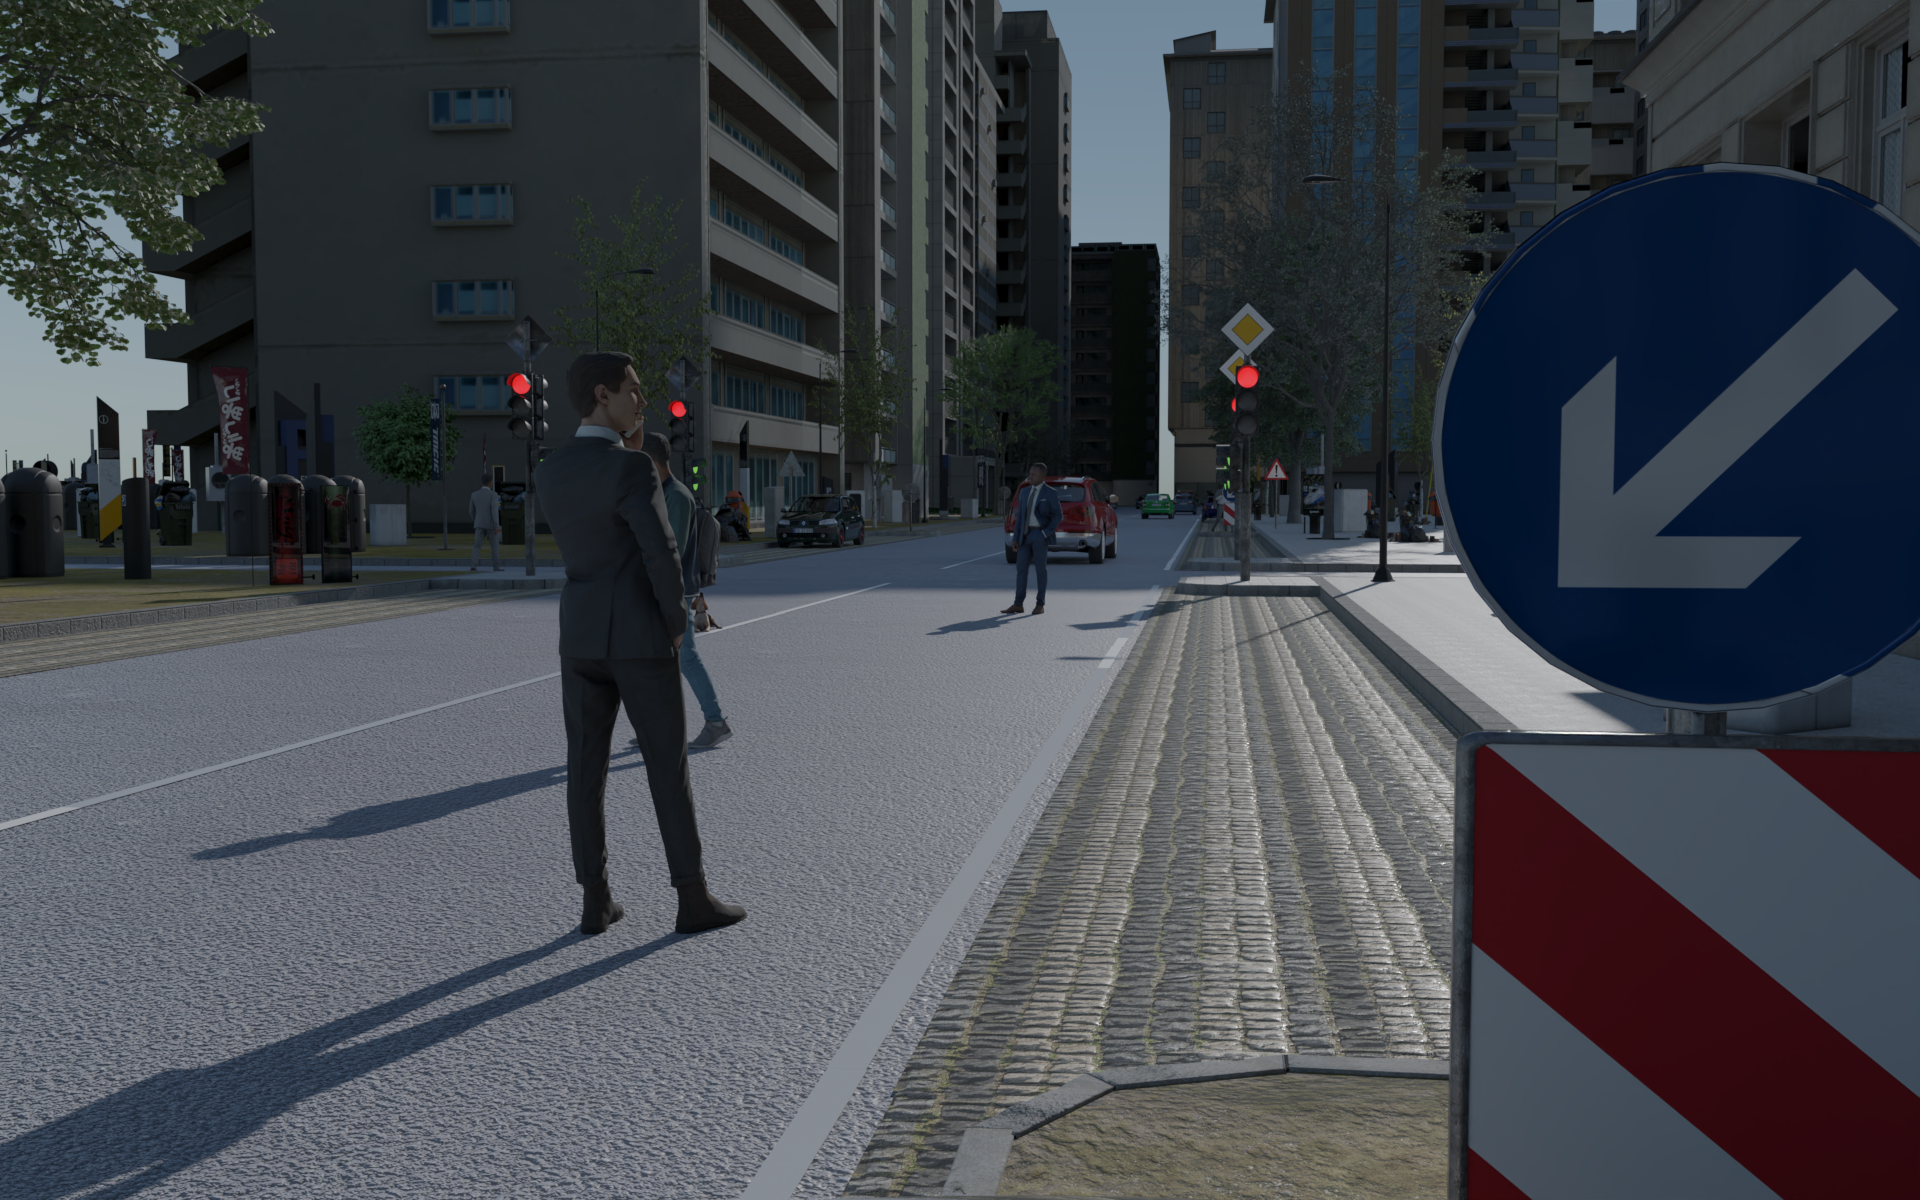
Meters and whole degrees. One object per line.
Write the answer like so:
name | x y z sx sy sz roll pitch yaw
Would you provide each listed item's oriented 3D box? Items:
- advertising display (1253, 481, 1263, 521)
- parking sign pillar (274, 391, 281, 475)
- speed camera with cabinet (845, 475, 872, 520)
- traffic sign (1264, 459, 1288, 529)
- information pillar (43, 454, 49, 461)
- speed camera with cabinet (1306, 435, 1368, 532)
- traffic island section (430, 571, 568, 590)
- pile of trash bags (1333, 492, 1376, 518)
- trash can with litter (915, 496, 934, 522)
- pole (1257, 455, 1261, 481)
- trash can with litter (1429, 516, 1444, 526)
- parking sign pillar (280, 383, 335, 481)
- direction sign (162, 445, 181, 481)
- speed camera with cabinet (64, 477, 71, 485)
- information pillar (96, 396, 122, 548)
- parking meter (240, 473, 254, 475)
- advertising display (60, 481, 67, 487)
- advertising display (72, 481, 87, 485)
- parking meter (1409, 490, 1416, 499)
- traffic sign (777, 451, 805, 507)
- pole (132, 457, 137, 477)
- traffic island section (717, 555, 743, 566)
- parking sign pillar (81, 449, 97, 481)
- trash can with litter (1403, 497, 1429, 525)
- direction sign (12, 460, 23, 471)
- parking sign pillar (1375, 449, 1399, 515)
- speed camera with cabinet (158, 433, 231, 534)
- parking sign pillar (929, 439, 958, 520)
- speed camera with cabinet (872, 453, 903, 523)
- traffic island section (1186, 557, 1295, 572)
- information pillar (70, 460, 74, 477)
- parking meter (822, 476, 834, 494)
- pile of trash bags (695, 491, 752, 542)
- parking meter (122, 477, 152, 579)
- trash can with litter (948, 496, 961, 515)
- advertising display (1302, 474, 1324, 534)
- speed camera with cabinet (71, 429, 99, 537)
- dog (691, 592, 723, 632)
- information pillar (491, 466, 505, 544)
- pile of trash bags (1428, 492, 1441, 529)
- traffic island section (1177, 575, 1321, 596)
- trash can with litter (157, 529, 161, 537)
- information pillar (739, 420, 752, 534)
advertising display | 14.509 -4.842 84.385 0.123 1.923 0.974 -1 4 -10
parking sign pillar | -17.347 -3.500 45.702 1.447 3.967 1.447 3 5 39
speed camera with cabinet | -4.588 -5.374 82.203 2.038 3.252 0.660 -2 4 -29
traffic sign | 11.659 -3.905 63.849 0.884 2.594 0.081 1 4 10
information pillar | -53.112 -6.704 100.965 0.183 3.616 0.504 -2 4 -25
speed camera with cabinet | 12.636 -3.897 58.053 2.038 3.252 0.660 -1 4 -18
traffic island section | -6.777 -0.305 27.269 2.009 0.180 2.903 1 4 8
pile of trash bags | 19.805 -4.679 86.256 1.912 1.369 3.447 0 4 -6
trash can with litter | -1.907 -4.309 81.516 1.678 1.210 2.233 0 4 -5
pole | 15.505 -5.878 89.953 0.158 3.312 0.155 0 3 0
trash can with litter | 19.536 -3.608 70.380 0.624 1.170 1.055 1 4 21
parking sign pillar | -15.788 -3.318 42.717 1.447 3.967 1.447 -2 4 -30
direction sign | -35.596 -5.279 78.312 0.379 3.537 0.876 2 4 35
speed camera with cabinet | -49.253 -6.151 94.896 2.038 3.252 0.660 0 4 5
information pillar | -20.354 -3.062 41.411 0.504 3.616 0.183 -2 4 -34
parking meter | -18.681 -2.434 45.513 0.255 1.863 0.399 1 4 12
advertising display | -43.152 -4.739 82.704 0.974 1.923 0.123 -3 4 -38
advertising display | -42.811 -4.854 84.570 0.123 1.923 0.974 2 4 35
parking meter | 27.836 -6.005 106.592 0.372 1.533 0.369 0 3 0
traffic sign | -5.064 -3.175 51.913 0.884 2.594 0.081 1 4 14
pole | -45.731 -6.249 96.019 0.158 3.312 0.155 0 3 0
traffic island section | -5.617 -0.788 35.170 2.009 0.180 2.903 1 4 8
parking sign pillar | -52.268 -7.066 103.996 1.447 3.967 1.447 0 4 -2
trash can with litter | 19.137 -3.734 72.441 1.055 1.170 0.624 -1 4 -17
direction sign | -62.707 -7.545 115.361 0.876 3.537 0.379 1 4 17
parking sign pillar | 25.714 -7.085 104.313 1.447 3.967 1.447 -3 5 -43
speed camera with cabinet | -24.608 -3.758 55.775 2.038 3.252 0.660 -2 4 -34
parking sign pillar | -0.800 -5.943 85.633 1.447 3.967 1.447 0 4 1
speed camera with cabinet | -3.186 -5.144 78.432 0.660 3.252 2.038 -1 4 -23
traffic island section | 5.406 -0.689 33.552 2.009 0.180 2.903 1 4 8
information pillar | -61.078 -7.822 119.236 0.183 3.616 0.504 -1 4 -8
parking meter | -4.407 -3.176 57.646 0.399 1.863 0.255 -2 4 -31
pile of trash bags | -6.595 -2.306 47.464 1.912 1.369 3.447 1 4 9
parking meter | -12.426 -1.084 26.136 0.372 1.533 0.369 0 3 0
trash can with litter | -0.245 -5.757 105.189 2.233 1.210 1.678 0 4 -7
advertising display | 11.416 -3.086 55.674 0.123 1.923 0.974 -3 4 -38
speed camera with cabinet | -26.075 -3.538 52.186 0.660 3.252 2.038 -1 4 -14
dog | -2.646 0.117 18.283 0.550 0.427 0.748 3 4 37
information pillar | -11.926 -2.463 44.769 0.304 2.012 0.304 -1 4 -22
pile of trash bags | 18.983 -3.303 63.750 3.447 1.369 1.912 2 4 25
traffic island section | 4.245 -0.206 25.651 2.009 0.180 2.903 1 4 8
trash can with litter | -23.316 -2.426 51.057 1.055 1.170 0.624 2 4 32
information pillar | -6.853 -3.903 55.165 0.183 3.616 0.504 -3 4 -37
